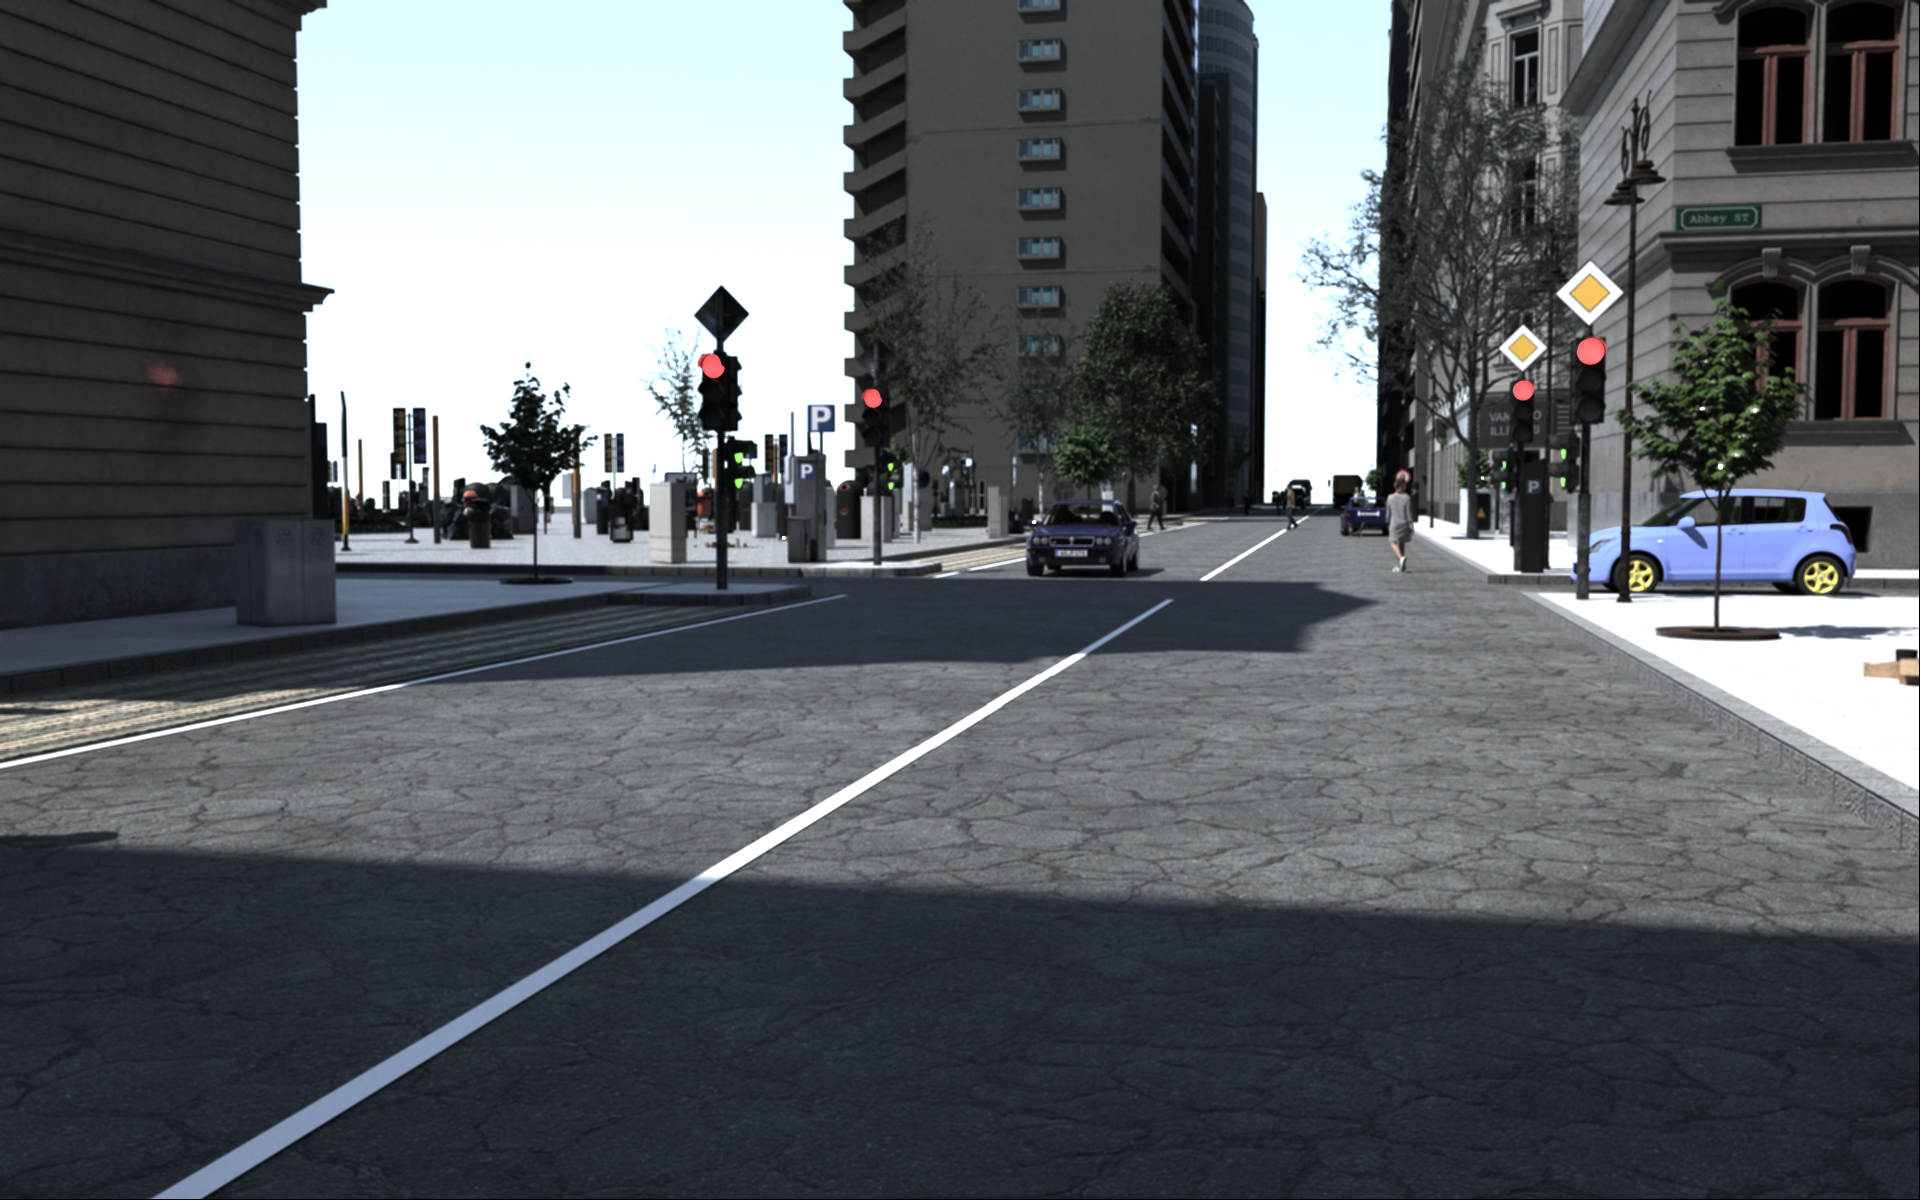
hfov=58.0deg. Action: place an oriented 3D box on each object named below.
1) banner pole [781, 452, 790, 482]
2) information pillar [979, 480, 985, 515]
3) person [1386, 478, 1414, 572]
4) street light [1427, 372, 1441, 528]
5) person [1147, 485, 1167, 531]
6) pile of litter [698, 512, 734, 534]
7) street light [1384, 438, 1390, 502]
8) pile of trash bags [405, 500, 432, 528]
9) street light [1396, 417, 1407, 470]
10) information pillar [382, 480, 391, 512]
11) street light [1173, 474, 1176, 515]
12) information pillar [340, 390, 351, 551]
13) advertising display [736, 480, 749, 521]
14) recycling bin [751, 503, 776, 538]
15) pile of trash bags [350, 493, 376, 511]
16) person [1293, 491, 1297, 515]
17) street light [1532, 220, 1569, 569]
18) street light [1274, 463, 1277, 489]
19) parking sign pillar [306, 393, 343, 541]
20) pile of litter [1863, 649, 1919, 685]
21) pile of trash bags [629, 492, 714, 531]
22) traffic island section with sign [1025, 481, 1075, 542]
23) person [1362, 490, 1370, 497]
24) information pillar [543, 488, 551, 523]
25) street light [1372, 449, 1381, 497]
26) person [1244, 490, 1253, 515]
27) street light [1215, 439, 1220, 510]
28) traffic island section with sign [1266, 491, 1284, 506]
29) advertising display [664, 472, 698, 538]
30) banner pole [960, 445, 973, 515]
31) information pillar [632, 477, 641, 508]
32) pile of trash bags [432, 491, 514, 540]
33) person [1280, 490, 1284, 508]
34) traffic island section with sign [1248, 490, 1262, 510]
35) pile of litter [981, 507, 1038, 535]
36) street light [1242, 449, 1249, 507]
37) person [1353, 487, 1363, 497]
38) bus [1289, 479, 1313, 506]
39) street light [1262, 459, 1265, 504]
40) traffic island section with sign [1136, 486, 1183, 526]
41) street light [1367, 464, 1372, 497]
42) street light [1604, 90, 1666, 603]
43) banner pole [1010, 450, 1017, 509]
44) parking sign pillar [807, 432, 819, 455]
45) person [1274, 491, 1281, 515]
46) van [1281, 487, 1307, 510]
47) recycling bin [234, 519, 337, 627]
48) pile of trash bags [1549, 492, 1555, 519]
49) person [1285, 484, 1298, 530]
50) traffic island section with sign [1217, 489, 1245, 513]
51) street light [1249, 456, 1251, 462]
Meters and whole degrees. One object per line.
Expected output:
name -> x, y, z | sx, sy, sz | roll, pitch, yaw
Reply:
banner pole -> -10.373, -6.951, 103.658 | 0.863, 3.779, 0.401 | 1, 4, 17
information pillar -> 1.189, -5.412, 92.975 | 0.304, 2.012, 0.304 | 0, 4, 5
person -> 8.070, -1.372, 31.686 | 0.466, 1.731, 0.760 | 0, 4, -7
street light -> 17.926, -5.679, 65.634 | 0.468, 5.910, 1.993 | 1, 4, 12
person -> 7.699, -3.584, 67.497 | 0.834, 1.777, 0.661 | 1, 4, 15
pile of litter -> -7.996, -2.593, 56.354 | 1.176, 0.858, 1.719 | 2, 4, 30
street light -> 34.500, -10.233, 140.094 | 0.468, 5.910, 1.993 | 1, 4, 12
pile of trash bags -> -19.704, -3.480, 66.650 | 1.912, 1.369, 3.447 | 1, 4, 20
street light -> 26.458, -8.029, 104.061 | 0.468, 5.910, 1.993 | 1, 4, 12
information pillar -> -30.531, -5.363, 92.176 | 0.304, 2.012, 0.304 | 2, 4, 35
street light -> 13.227, -8.180, 106.525 | 0.468, 5.910, 1.993 | 1, 4, 12
information pillar -> -13.870, -2.917, 39.044 | 0.183, 3.616, 0.504 | -2, 4, -26
advertising display -> -10.367, -4.680, 81.727 | 0.974, 1.923, 0.123 | -3, 5, -44
recycling bin -> -5.736, -2.356, 51.079 | 0.722, 1.027, 0.722 | -1, 4, -17
pile of trash bags -> -39.369, -6.357, 113.689 | 1.912, 1.369, 3.447 | -1, 4, -17
person -> 22.590, -6.587, 117.670 | 0.593, 1.643, 0.415 | 0, 4, -6
street light -> 10.051, -3.473, 29.564 | 0.468, 5.910, 1.993 | 1, 4, 12
street light -> 47.295, -17.554, 259.792 | 0.468, 5.910, 1.993 | 1, 4, 12
parking sign pillar -> -17.600, -3.587, 47.114 | 1.447, 3.967, 1.447 | -2, 4, -35
pile of litter -> 6.869, 0.144, 11.613 | 1.176, 0.858, 1.719 | 0, 4, -2
pile of trash bags -> -10.123, -3.175, 61.659 | 1.912, 1.369, 3.447 | 2, 4, 35
traffic island section with sign -> 3.097, -2.649, 51.946 | 1.989, 1.847, 2.006 | 1, 4, 12
person -> 29.828, -7.253, 127.620 | 0.750, 1.759, 0.617 | -1, 4, -10
information pillar -> -18.632, -4.504, 78.133 | 0.304, 2.012, 0.304 | -1, 4, -17
street light -> 44.517, -12.973, 184.900 | 0.468, 5.910, 1.993 | 1, 4, 12
person -> 20.044, -6.803, 120.460 | 0.721, 1.736, 1.217 | 3, 4, 38
street light -> 21.216, -10.384, 142.569 | 0.468, 5.910, 1.993 | 1, 4, 12
traffic island section with sign -> 38.049, -12.270, 209.233 | 1.989, 1.847, 2.006 | 1, 4, 12
advertising display -> -8.113, -2.763, 50.387 | 0.974, 1.923, 0.123 | -2, 4, -27
banner pole -> 0.383, -5.992, 87.986 | 0.863, 3.779, 0.401 | 0, 4, -5
information pillar -> -13.746, -4.222, 73.520 | 0.304, 2.012, 0.304 | 0, 4, 7
pile of trash bags -> -13.925, -2.441, 49.660 | 1.912, 1.369, 3.447 | -1, 4, -21
person -> 32.515, -10.159, 174.601 | 1.348, 1.824, 0.705 | 1, 4, 18
traffic island section with sign -> 26.051, -8.968, 155.256 | 1.989, 1.847, 2.006 | 1, 4, 12
pile of litter -> 1.362, -2.532, 55.357 | 1.719, 0.858, 1.176 | -2, 4, -32
street light -> 29.190, -12.589, 178.616 | 0.468, 5.910, 1.993 | 1, 4, 12
person -> 19.669, -4.709, 85.889 | 0.834, 1.777, 0.661 | -3, 5, -42
bus -> 40.768, -13.006, 207.504 | 2.948, 3.499, 13.247 | 1, 4, 12
street light -> 39.227, -15.350, 223.765 | 0.468, 5.910, 1.993 | 1, 4, 12
traffic island section with sign -> 9.172, -4.321, 79.279 | 1.989, 1.847, 2.006 | 1, 4, 12
street light -> 60.599, -17.397, 257.225 | 0.468, 5.910, 1.993 | 1, 4, 12
street light -> 7.880, -2.910, 20.368 | 0.468, 5.910, 1.993 | 1, 4, 12
banner pole -> 3.010, -6.623, 98.297 | 0.401, 3.779, 0.863 | -2, 4, -28
parking sign pillar -> -6.352, -5.288, 74.930 | 1.447, 3.967, 1.447 | 0, 4, 0
person -> 21.241, -6.480, 115.922 | 0.415, 1.643, 0.593 | -1, 4, -15
van -> 30.956, -9.530, 160.203 | 2.240, 2.365, 5.245 | 1, 4, 14
recycling bin -> -6.668, -0.279, 17.122 | 0.722, 1.027, 0.722 | 3, 5, 43
pile of trash bags -> 17.911, -2.430, 49.478 | 1.912, 1.369, 3.447 | -3, 5, -42
person -> 13.276, -3.737, 69.518 | 0.836, 1.842, 0.656 | -3, 5, -39
traffic island section with sign -> 20.195, -7.354, 128.861 | 1.989, 1.847, 2.006 | 1, 4, 12
street light -> 31.288, -13.144, 187.691 | 0.468, 5.910, 1.993 | 1, 4, 12
